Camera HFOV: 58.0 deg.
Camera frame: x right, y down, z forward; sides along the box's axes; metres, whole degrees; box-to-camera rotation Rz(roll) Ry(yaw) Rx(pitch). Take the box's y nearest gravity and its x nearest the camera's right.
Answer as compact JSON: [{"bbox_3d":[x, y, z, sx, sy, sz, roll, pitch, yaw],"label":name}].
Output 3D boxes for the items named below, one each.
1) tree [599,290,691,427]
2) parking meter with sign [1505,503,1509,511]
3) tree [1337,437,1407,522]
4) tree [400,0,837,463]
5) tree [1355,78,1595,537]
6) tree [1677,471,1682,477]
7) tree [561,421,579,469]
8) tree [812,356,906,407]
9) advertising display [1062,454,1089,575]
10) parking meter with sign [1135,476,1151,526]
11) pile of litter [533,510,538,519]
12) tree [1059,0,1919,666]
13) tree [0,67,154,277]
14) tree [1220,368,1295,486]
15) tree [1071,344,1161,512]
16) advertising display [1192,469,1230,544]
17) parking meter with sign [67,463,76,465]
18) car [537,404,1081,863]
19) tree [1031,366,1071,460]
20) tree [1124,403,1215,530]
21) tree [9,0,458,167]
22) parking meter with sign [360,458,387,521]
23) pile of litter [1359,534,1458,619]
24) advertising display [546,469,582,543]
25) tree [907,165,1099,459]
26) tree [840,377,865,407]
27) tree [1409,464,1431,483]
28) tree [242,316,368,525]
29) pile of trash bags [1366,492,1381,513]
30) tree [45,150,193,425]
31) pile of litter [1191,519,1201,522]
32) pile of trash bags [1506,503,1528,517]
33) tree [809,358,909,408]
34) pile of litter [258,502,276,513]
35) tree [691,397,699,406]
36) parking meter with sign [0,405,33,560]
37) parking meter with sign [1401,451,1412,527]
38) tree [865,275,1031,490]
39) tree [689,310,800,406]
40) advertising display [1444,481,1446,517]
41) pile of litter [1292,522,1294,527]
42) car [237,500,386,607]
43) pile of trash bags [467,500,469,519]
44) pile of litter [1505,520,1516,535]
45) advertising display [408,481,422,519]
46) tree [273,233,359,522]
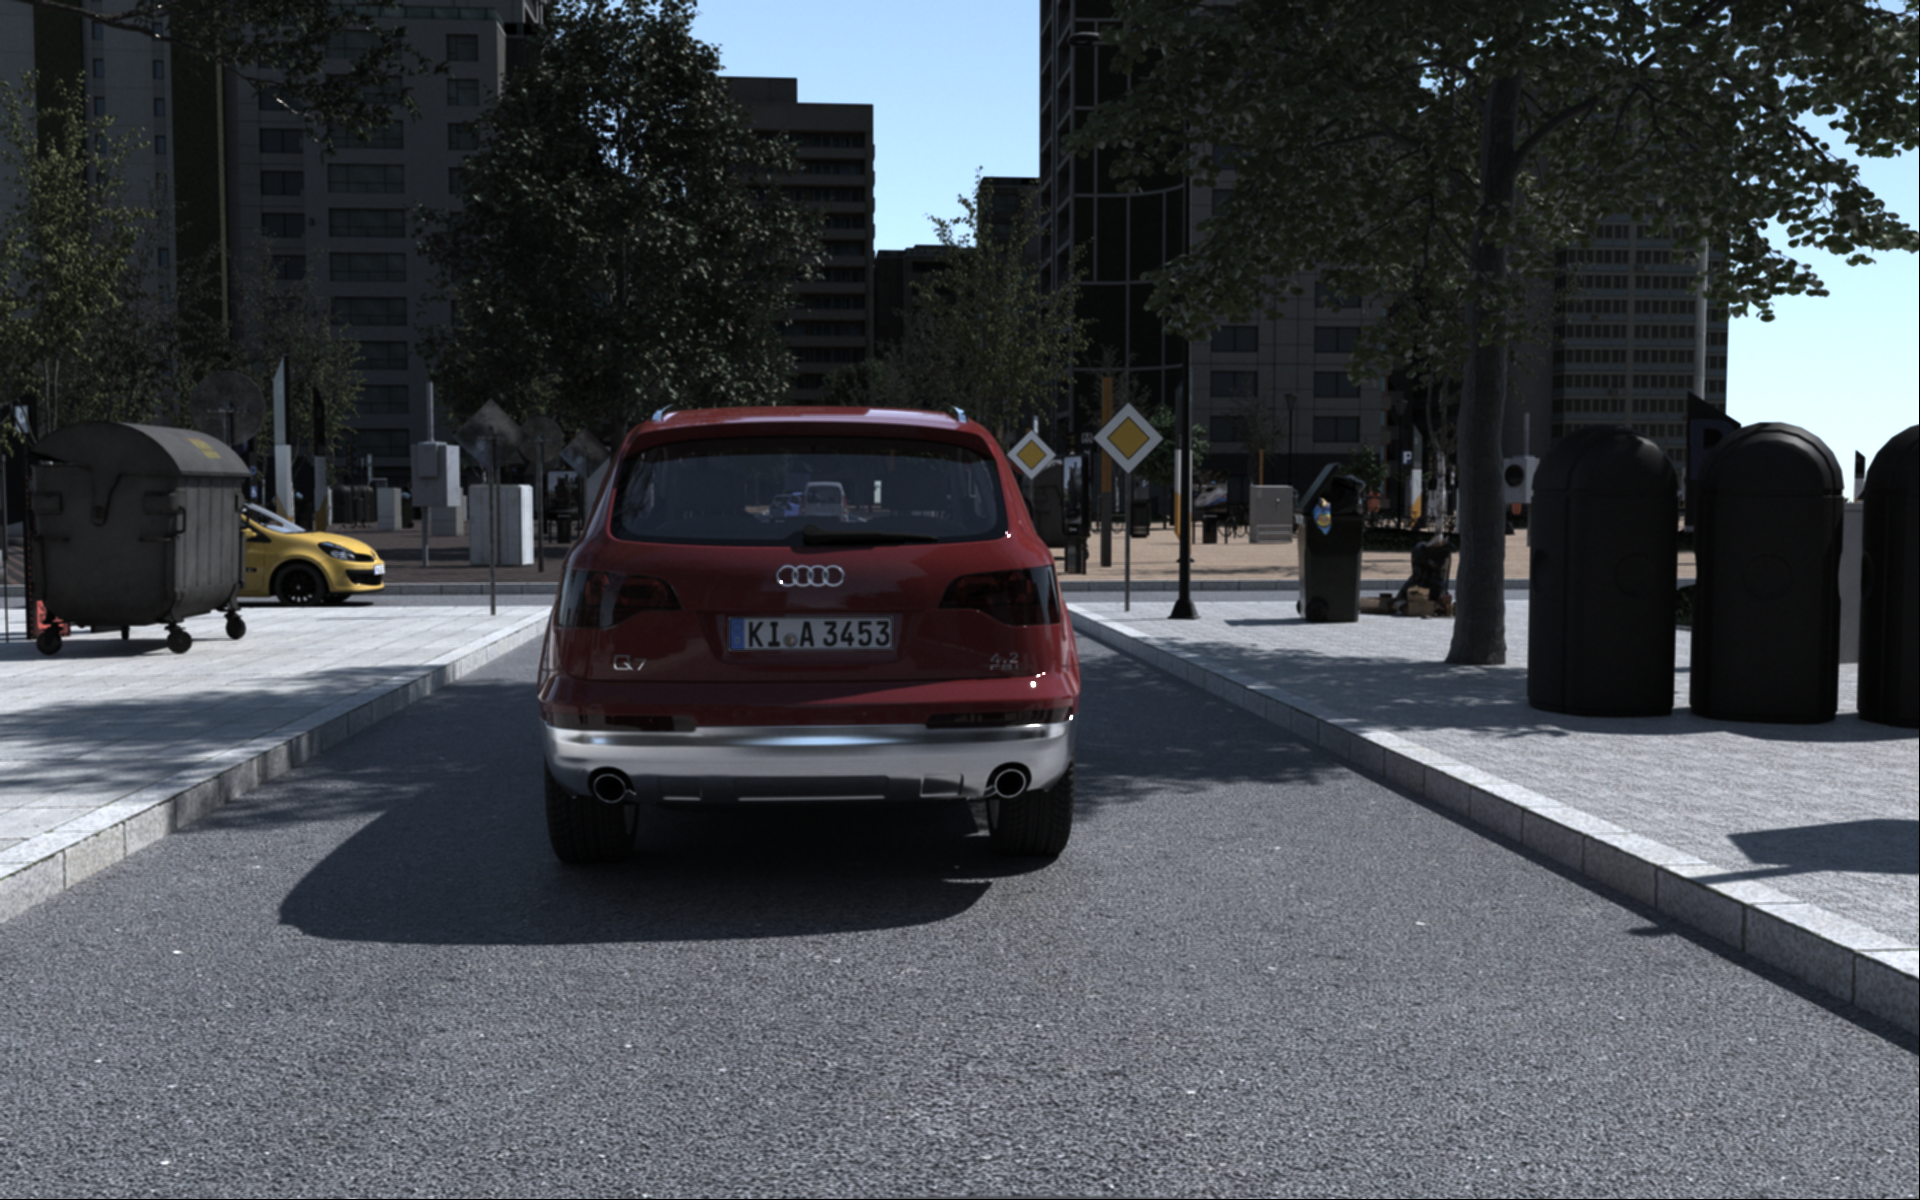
[{"bbox_3d":[-10.377,-6.503,56.685,4.360,8.622,3.978,0,3,0],"label":"tree"},{"bbox_3d":[32.136,-6.344,99.987,1.738,3.016,0.543,-1,4,-19],"label":"parking meter with sign"},{"bbox_3d":[13.739,-3.908,58.500,1.663,3.219,1.824,0,3,0],"label":"tree"},{"bbox_3d":[-7.565,-7.417,38.283,9.611,12.733,9.660,0,3,0],"label":"tree"},{"bbox_3d":[8.718,-4.897,30.424,4.360,8.622,3.978,0,3,0],"label":"tree"},{"bbox_3d":[28.772,-4.436,67.125,1.663,3.219,1.824,0,3,0],"label":"tree"},{"bbox_3d":[-18.976,-7.953,80.398,4.737,8.622,4.395,0,3,0],"label":"tree"},{"bbox_3d":[-7.532,-12.495,130.050,9.928,11.665,9.643,0,3,0],"label":"tree"},{"bbox_3d":[1.862,-1.392,27.971,0.123,1.923,0.974,-1,4,-16],"label":"advertising display"},{"bbox_3d":[7.367,-4.489,69.655,0.543,3.016,1.738,-1,4,-13],"label":"parking meter with sign"},{"bbox_3d":[-21.940,-4.496,87.475,1.719,0.858,1.176,-2,4,-24],"label":"pile of litter"},{"bbox_3d":[4.330,-5.800,12.954,7.486,12.596,7.792,0,3,0],"label":"tree"},{"bbox_3d":[-15.890,-4.844,29.568,4.737,8.622,4.395,0,3,0],"label":"tree"},{"bbox_3d":[17.414,-9.265,101.843,4.360,8.622,3.978,0,3,0],"label":"tree"},{"bbox_3d":[7.724,-8.204,84.494,4.360,8.622,3.978,0,3,0],"label":"tree"},{"bbox_3d":[6.486,-2.427,44.889,0.974,1.923,0.123,1,4,18],"label":"advertising display"},{"bbox_3d":[-21.955,-2.865,43.109,0.543,3.016,1.738,1,4,20],"label":"parking meter with sign"},{"bbox_3d":[-0.701,0.021,8.329,2.281,1.827,5.304,0,4,-5],"label":"car"},{"bbox_3d":[4.538,-9.173,100.340,4.360,8.622,3.978,0,3,0],"label":"tree"},{"bbox_3d":[7.493,-4.819,62.502,4.285,4.588,4.351,0,3,0],"label":"tree"},{"bbox_3d":[-6.123,-4.545,8.731,7.601,10.594,8.767,0,4,4],"label":"tree"},{"bbox_3d":[-27.852,-5.314,83.149,1.738,3.016,0.543,-1,4,-16],"label":"parking meter with sign"},{"bbox_3d":[4.844,-0.280,18.548,1.176,0.858,1.719,0,4,1],"label":"pile of litter"},{"bbox_3d":[-10.324,-2.442,45.141,0.974,1.923,0.123,1,4,18],"label":"advertising display"},{"bbox_3d":[0.928,-5.475,39.877,4.737,8.622,4.395,0,3,0],"label":"tree"},{"bbox_3d":[-3.232,-7.885,79.282,4.360,8.622,3.978,0,3,0],"label":"tree"},{"bbox_3d":[20.843,-5.183,79.337,1.663,3.219,1.824,0,3,0],"label":"tree"},{"bbox_3d":[-26.084,-7.360,70.699,4.737,8.622,4.395,0,3,0],"label":"tree"},{"bbox_3d":[17.250,-4.161,77.793,3.447,1.369,1.912,-1,4,-11],"label":"pile of trash bags"},{"bbox_3d":[-18.311,-5.365,38.088,4.360,8.622,3.978,0,3,0],"label":"tree"},{"bbox_3d":[10.425,-3.971,78.895,1.176,0.858,1.719,0,4,8],"label":"pile of litter"},{"bbox_3d":[30.400,-4.952,90.723,3.447,1.369,1.912,2,4,32],"label":"pile of trash bags"},{"bbox_3d":[-6.263,-11.257,118.465,8.767,10.594,7.601,-2,4,-28],"label":"tree"},{"bbox_3d":[-36.722,-4.743,91.507,1.176,0.858,1.719,2,4,34],"label":"pile of litter"},{"bbox_3d":[-11.861,-8.508,73.515,7.601,10.594,8.767,-1,4,-9],"label":"tree"},{"bbox_3d":[-18.948,-2.281,33.552,0.543,3.016,1.738,3,4,37],"label":"parking meter with sign"},{"bbox_3d":[17.954,-4.446,68.947,0.543,3.016,1.738,0,4,5],"label":"parking meter with sign"},{"bbox_3d":[-0.354,-6.627,58.713,4.360,8.622,3.978,0,3,0],"label":"tree"},{"bbox_3d":[-13.564,-11.596,107.729,7.486,12.596,7.792,0,3,0],"label":"tree"},{"bbox_3d":[23.756,-4.906,85.421,0.123,1.923,0.974,2,4,32],"label":"advertising display"},{"bbox_3d":[10.759,-2.727,58.550,1.176,0.858,1.719,3,4,38],"label":"pile of litter"},{"bbox_3d":[-9.456,-0.731,22.180,3.980,1.641,2.015,0,4,-5],"label":"car"},{"bbox_3d":[-24.420,-4.973,91.058,3.447,1.369,1.912,1,4,10],"label":"pile of trash bags"},{"bbox_3d":[16.762,-2.493,54.719,1.719,0.858,1.176,0,4,0],"label":"pile of litter"},{"bbox_3d":[-27.671,-5.084,88.333,0.123,1.923,0.974,3,5,41],"label":"advertising display"},{"bbox_3d":[-18.542,-5.959,47.787,4.360,8.622,3.978,0,3,0],"label":"tree"}]
